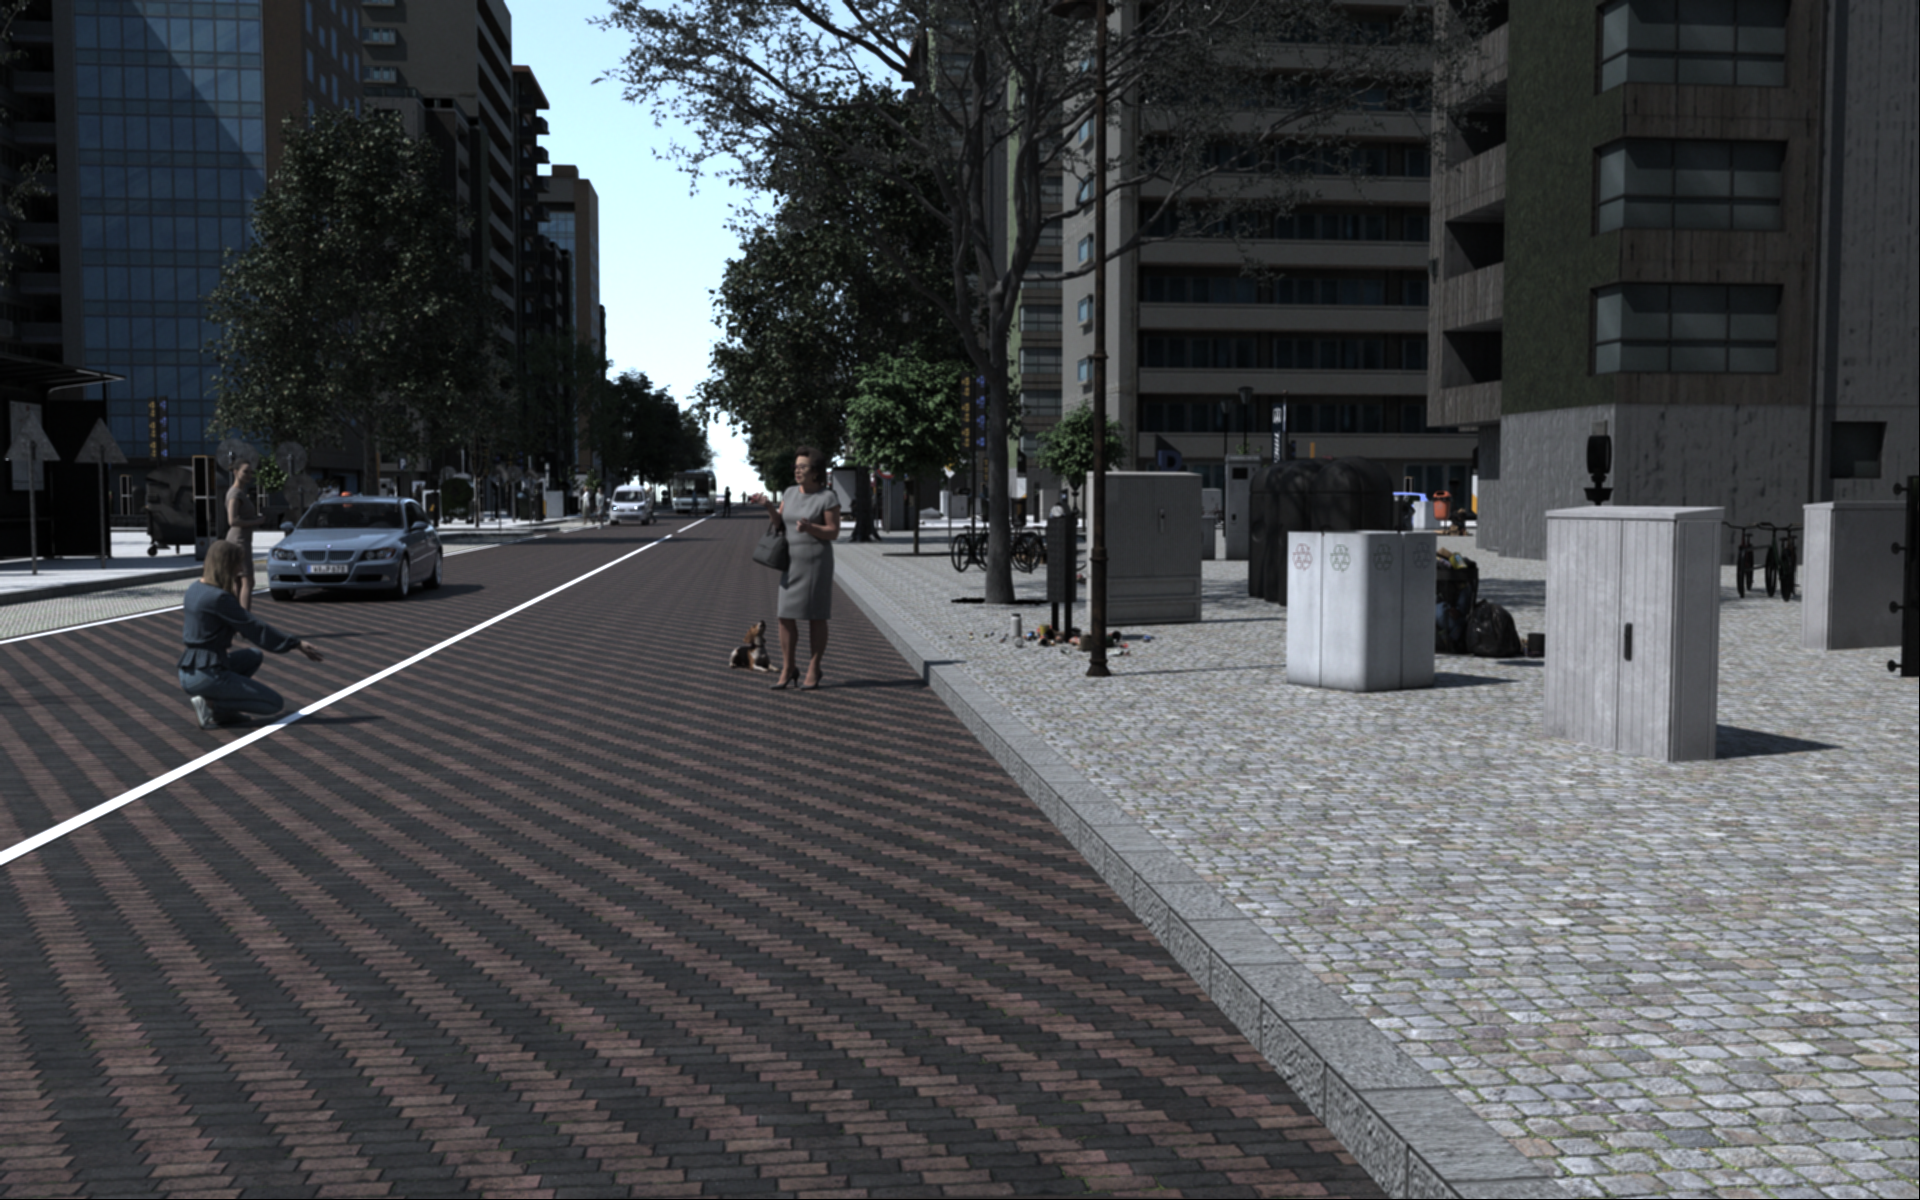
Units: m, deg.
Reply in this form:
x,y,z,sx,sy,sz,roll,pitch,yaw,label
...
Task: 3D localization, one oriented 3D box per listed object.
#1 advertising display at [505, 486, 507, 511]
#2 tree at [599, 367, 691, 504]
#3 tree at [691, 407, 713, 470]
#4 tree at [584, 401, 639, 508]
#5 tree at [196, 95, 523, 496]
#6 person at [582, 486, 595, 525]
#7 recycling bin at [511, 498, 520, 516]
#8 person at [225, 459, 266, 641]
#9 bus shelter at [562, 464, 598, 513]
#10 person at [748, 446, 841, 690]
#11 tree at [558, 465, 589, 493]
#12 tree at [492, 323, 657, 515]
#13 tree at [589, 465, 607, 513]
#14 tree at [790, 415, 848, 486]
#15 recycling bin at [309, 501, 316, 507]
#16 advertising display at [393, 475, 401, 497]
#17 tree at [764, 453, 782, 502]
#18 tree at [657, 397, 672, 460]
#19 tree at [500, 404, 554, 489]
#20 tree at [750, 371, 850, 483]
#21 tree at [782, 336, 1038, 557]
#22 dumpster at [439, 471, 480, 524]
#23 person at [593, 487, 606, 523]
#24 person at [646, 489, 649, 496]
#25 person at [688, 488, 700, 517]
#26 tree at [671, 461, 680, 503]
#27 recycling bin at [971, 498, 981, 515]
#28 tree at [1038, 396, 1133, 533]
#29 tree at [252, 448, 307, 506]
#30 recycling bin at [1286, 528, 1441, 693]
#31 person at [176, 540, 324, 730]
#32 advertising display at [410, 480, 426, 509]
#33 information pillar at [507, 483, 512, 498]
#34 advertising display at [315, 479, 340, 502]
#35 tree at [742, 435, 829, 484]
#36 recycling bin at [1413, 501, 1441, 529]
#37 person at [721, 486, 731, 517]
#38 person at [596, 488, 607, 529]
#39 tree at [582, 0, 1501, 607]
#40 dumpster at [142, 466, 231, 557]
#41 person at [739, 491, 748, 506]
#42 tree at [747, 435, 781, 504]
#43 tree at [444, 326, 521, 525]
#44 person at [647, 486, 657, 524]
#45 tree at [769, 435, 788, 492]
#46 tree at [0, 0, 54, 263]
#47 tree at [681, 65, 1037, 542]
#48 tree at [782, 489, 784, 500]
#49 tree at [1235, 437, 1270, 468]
x,y,z,sx,sy,sz,roll,pitch,yaw,label
-31.824,-7.173,122.487,0.123,1.923,0.974,2,4,26,advertising display
-31.691,-16.264,172.564,9.857,13.997,8.962,0,3,0,tree
-36.383,-18.958,216.621,9.857,13.997,8.962,0,3,0,tree
-27.921,-11.477,138.011,4.737,8.622,4.395,0,3,0,tree
-17.285,-8.150,50.255,9.611,12.733,9.660,0,3,0,tree
-17.177,-4.357,79.967,0.641,1.798,0.478,0,4,7,person
-26.250,-5.530,102.972,0.722,1.027,0.722,2,4,25,recycling bin
-7.048,-0.505,17.096,0.374,1.781,0.599,-1,4,-18,person
-26.186,-7.699,119.794,2.014,3.302,5.546,0,4,-7,bus shelter
-1.242,-0.233,12.665,0.716,1.782,0.532,2,4,29,person
-25.612,-7.308,114.094,1.663,3.219,1.824,0,3,0,tree
-24.453,-11.051,106.434,9.928,11.665,9.643,0,3,0,tree
-24.629,-7.443,116.296,1.663,3.219,1.824,0,3,0,tree
-7.056,-8.412,87.901,4.360,8.622,3.978,0,3,0,tree
-33.051,-4.596,87.697,0.722,1.027,0.722,-3,5,-41,recycling bin
-18.723,-3.206,57.624,0.123,1.923,0.974,-2,4,-24,advertising display
-11.067,-7.923,113.256,4.285,4.588,4.351,0,3,0,tree
-30.073,-14.084,156.029,9.928,11.665,9.643,0,3,0,tree
-32.587,-10.958,129.526,4.737,8.622,4.395,0,3,0,tree
-11.229,-12.453,121.726,7.486,12.596,7.792,0,3,0,tree
-0.921,-3.202,36.061,4.285,4.588,4.351,0,3,0,tree
-21.462,-4.383,74.156,1.502,2.255,1.985,0,4,-6,dumpster
-18.033,-4.747,86.599,0.515,1.767,0.782,-2,4,-33,person
-22.170,-7.005,123.207,0.728,1.800,0.709,3,4,38,person
-16.928,-6.225,110.148,0.748,1.841,0.638,0,4,7,person
-38.372,-17.254,232.463,4.360,8.622,3.978,0,3,0,tree
0.803,-5.614,104.349,0.722,1.027,0.722,3,4,38,recycling bin
4.263,-4.561,58.286,4.285,4.588,4.351,0,3,0,tree
-27.108,-4.528,68.635,1.663,3.219,1.824,0,3,0,tree
2.684,0.058,11.602,0.722,1.027,0.722,-2,4,-33,recycling bin
-4.545,0.193,10.840,0.738,1.151,1.012,-3,5,-42,person
-24.943,-4.559,79.751,0.123,1.923,0.974,2,4,25,advertising display
-30.898,-6.988,118.751,0.304,2.012,0.304,-2,4,-27,information pillar
-26.699,-4.157,73.175,0.974,1.923,0.123,-2,4,-29,advertising display
-15.788,-15.659,162.683,9.857,13.997,8.962,0,3,0,tree
16.697,-3.020,61.926,0.722,1.027,0.722,-1,4,-19,recycling bin
-14.487,-6.090,107.436,0.648,1.900,0.474,3,5,45,person
-14.959,-3.833,72.177,0.522,1.701,0.512,-3,4,-39,person
0.387,-6.693,19.801,12.009,13.543,11.850,0,3,0,tree
-16.185,-1.866,36.274,1.264,1.857,1.865,0,4,-7,dumpster
-26.255,-12.360,210.596,1.348,1.823,0.705,2,4,24,person
-24.777,-18.684,231.236,9.928,11.665,9.643,0,3,0,tree
-19.731,-7.345,70.453,4.360,8.622,3.978,0,3,0,tree
-15.019,-4.607,83.922,0.767,1.812,0.694,-2,4,-29,person
-21.324,-15.641,206.084,4.737,8.622,4.395,0,3,0,tree
-14.171,-4.445,23.044,4.360,8.622,3.978,0,3,0,tree
-2.698,-7.925,46.585,9.611,12.733,9.660,0,3,0,tree
-18.908,-20.315,188.040,12.611,20.169,13.585,0,3,0,tree
9.566,-3.889,58.191,1.663,3.219,1.824,0,3,0,tree
